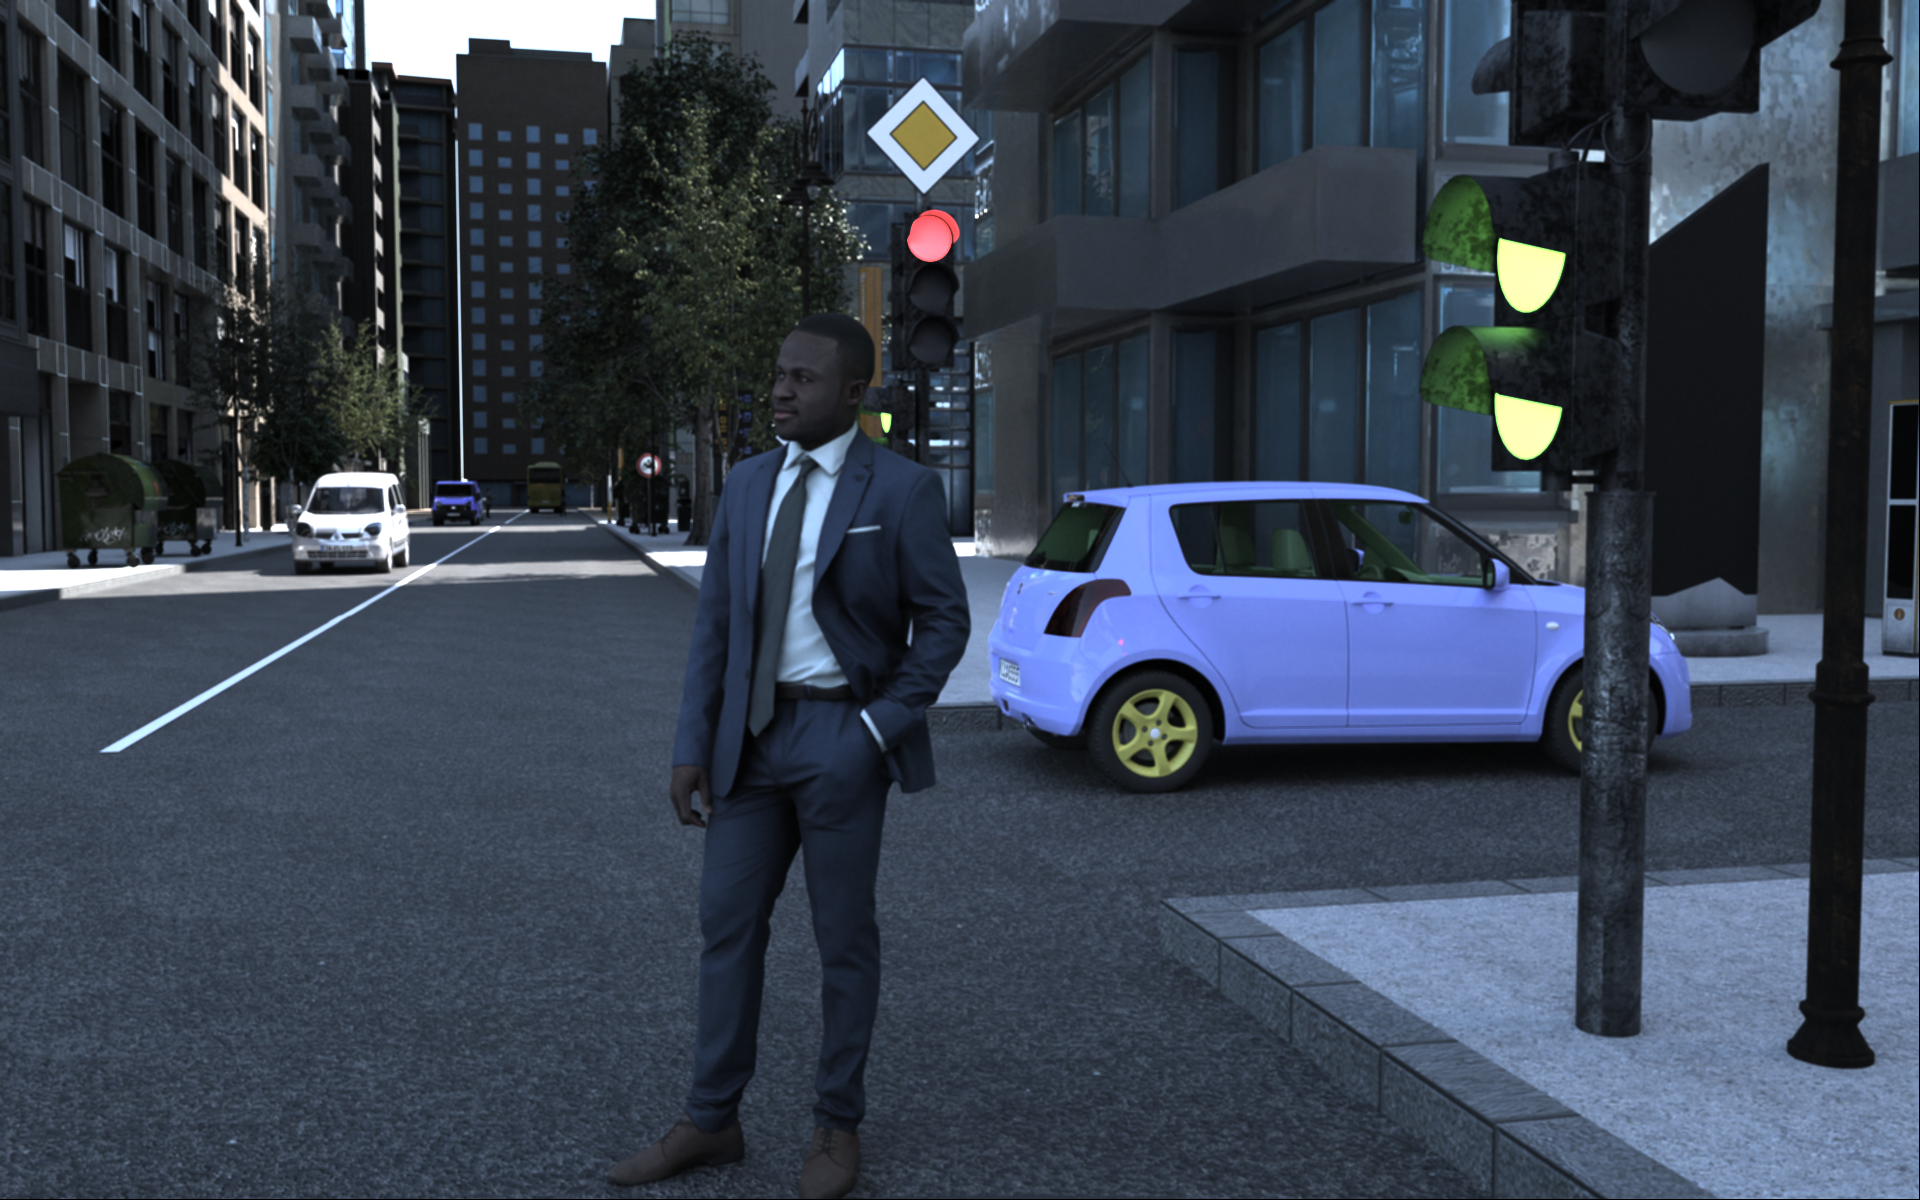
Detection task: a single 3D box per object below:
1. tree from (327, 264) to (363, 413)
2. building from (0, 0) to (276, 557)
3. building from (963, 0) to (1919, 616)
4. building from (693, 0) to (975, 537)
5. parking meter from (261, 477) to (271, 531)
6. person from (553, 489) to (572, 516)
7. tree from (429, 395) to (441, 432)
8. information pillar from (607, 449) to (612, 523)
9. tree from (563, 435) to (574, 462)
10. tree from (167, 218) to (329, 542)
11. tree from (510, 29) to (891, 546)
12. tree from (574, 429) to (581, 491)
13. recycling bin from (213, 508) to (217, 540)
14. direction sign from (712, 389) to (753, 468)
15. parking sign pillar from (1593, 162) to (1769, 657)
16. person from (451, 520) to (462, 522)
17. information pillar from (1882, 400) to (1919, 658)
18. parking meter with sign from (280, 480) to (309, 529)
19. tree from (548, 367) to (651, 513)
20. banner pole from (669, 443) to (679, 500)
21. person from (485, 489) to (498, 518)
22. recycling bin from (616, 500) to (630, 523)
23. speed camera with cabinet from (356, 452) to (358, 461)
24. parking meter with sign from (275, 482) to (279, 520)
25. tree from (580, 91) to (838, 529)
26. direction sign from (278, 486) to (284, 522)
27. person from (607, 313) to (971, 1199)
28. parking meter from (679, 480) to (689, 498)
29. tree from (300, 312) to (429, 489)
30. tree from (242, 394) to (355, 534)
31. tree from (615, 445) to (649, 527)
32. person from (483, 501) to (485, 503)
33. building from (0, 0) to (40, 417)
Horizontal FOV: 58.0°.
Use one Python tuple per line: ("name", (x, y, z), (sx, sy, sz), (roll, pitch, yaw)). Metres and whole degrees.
("tree", (-19.948, -6.187, 51.525), (4.360, 8.622, 3.978), (0, 3, 0))
("building", (-32.525, -14.947, 48.899), (19.350, 26.468, 34.151), (-1, 4, -13))
("building", (14.952, -24.985, 28.120), (30.456, 49.044, 23.786), (-1, 4, -13))
("building", (2.049, -46.021, 65.118), (22.319, 86.520, 31.000), (-1, 4, -13))
("parking meter", (-24.156, -3.338, 60.280), (0.255, 1.863, 0.399), (-2, 4, -32))
("person", (-25.668, -6.281, 111.907), (1.217, 1.735, 0.721), (-2, 4, -25))
("tree", (-27.781, -8.185, 84.191), (4.737, 8.622, 4.395), (0, 3, 0))
("information pillar", (-15.534, -5.219, 76.693), (0.183, 3.616, 0.504), (0, 4, -5))
("tree", (-20.964, -9.398, 104.019), (4.737, 8.622, 4.395), (0, 3, 0))
("tree", (-19.326, -5.890, 46.663), (4.360, 8.622, 3.978), (0, 3, 0))
("tree", (-6.352, -7.716, 43.158), (9.611, 12.733, 9.660), (0, 3, 0))
("tree", (-11.573, -6.904, 63.250), (4.737, 8.622, 4.395), (0, 3, 0))
("recycling bin", (-21.304, -2.200, 48.524), (0.722, 1.027, 0.722), (0, 4, -5))
("direction sign", (-4.914, -2.780, 37.457), (0.876, 3.537, 0.379), (-1, 4, -21))
("parking sign pillar", (5.889, -1.573, 14.193), (1.447, 3.967, 1.447), (-1, 4, -15))
("person", (-25.525, -4.841, 87.526), (0.599, 1.838, 0.709), (2, 4, 26))
("information pillar", (7.526, -0.560, 13.648), (0.304, 2.012, 0.304), (-2, 4, -24))
("parking meter with sign", (-24.098, -4.090, 63.131), (0.543, 3.016, 1.738), (-3, 5, -43))
("tree", (-24.610, -12.200, 117.602), (7.486, 12.596, 7.792), (0, 3, 0))
("banner pole", (-14.040, -5.823, 85.227), (0.863, 3.779, 0.401), (3, 4, 36))
("person", (-27.934, -5.764, 103.271), (0.750, 1.759, 0.617), (-1, 4, -19))
("recycling bin", (-14.880, -3.943, 77.020), (0.722, 1.027, 0.722), (0, 4, 1))
("speed camera with cabinet", (-26.636, -4.908, 74.575), (2.038, 3.252, 0.660), (1, 4, 17))
("parking meter with sign", (-31.110, -5.074, 79.225), (1.738, 3.016, 0.543), (-1, 4, -23))
("tree", (-4.302, -4.992, 31.989), (4.737, 8.622, 4.395), (0, 3, 0))
("direction sign", (-30.815, -5.281, 78.347), (0.379, 3.537, 0.876), (0, 4, -6))
("person", (-0.337, 0.309, 3.629), (0.721, 1.800, 0.419), (1, 4, 17))
("parking meter", (-11.588, -4.101, 72.770), (0.399, 1.863, 0.255), (1, 4, 18))
("tree", (-24.971, -7.388, 71.151), (4.737, 8.622, 4.395), (0, 3, 0))
("tree", (-21.568, -4.452, 56.496), (4.285, 4.588, 4.351), (0, 3, 0))
("tree", (-12.406, -4.435, 67.115), (1.663, 3.219, 1.824), (0, 3, 0))
("person", (-29.678, -5.959, 106.028), (0.705, 1.812, 1.348), (2, 4, 32))
("building", (-22.474, -13.914, 20.997), (14.314, 27.812, 24.014), (-1, 4, -13))
